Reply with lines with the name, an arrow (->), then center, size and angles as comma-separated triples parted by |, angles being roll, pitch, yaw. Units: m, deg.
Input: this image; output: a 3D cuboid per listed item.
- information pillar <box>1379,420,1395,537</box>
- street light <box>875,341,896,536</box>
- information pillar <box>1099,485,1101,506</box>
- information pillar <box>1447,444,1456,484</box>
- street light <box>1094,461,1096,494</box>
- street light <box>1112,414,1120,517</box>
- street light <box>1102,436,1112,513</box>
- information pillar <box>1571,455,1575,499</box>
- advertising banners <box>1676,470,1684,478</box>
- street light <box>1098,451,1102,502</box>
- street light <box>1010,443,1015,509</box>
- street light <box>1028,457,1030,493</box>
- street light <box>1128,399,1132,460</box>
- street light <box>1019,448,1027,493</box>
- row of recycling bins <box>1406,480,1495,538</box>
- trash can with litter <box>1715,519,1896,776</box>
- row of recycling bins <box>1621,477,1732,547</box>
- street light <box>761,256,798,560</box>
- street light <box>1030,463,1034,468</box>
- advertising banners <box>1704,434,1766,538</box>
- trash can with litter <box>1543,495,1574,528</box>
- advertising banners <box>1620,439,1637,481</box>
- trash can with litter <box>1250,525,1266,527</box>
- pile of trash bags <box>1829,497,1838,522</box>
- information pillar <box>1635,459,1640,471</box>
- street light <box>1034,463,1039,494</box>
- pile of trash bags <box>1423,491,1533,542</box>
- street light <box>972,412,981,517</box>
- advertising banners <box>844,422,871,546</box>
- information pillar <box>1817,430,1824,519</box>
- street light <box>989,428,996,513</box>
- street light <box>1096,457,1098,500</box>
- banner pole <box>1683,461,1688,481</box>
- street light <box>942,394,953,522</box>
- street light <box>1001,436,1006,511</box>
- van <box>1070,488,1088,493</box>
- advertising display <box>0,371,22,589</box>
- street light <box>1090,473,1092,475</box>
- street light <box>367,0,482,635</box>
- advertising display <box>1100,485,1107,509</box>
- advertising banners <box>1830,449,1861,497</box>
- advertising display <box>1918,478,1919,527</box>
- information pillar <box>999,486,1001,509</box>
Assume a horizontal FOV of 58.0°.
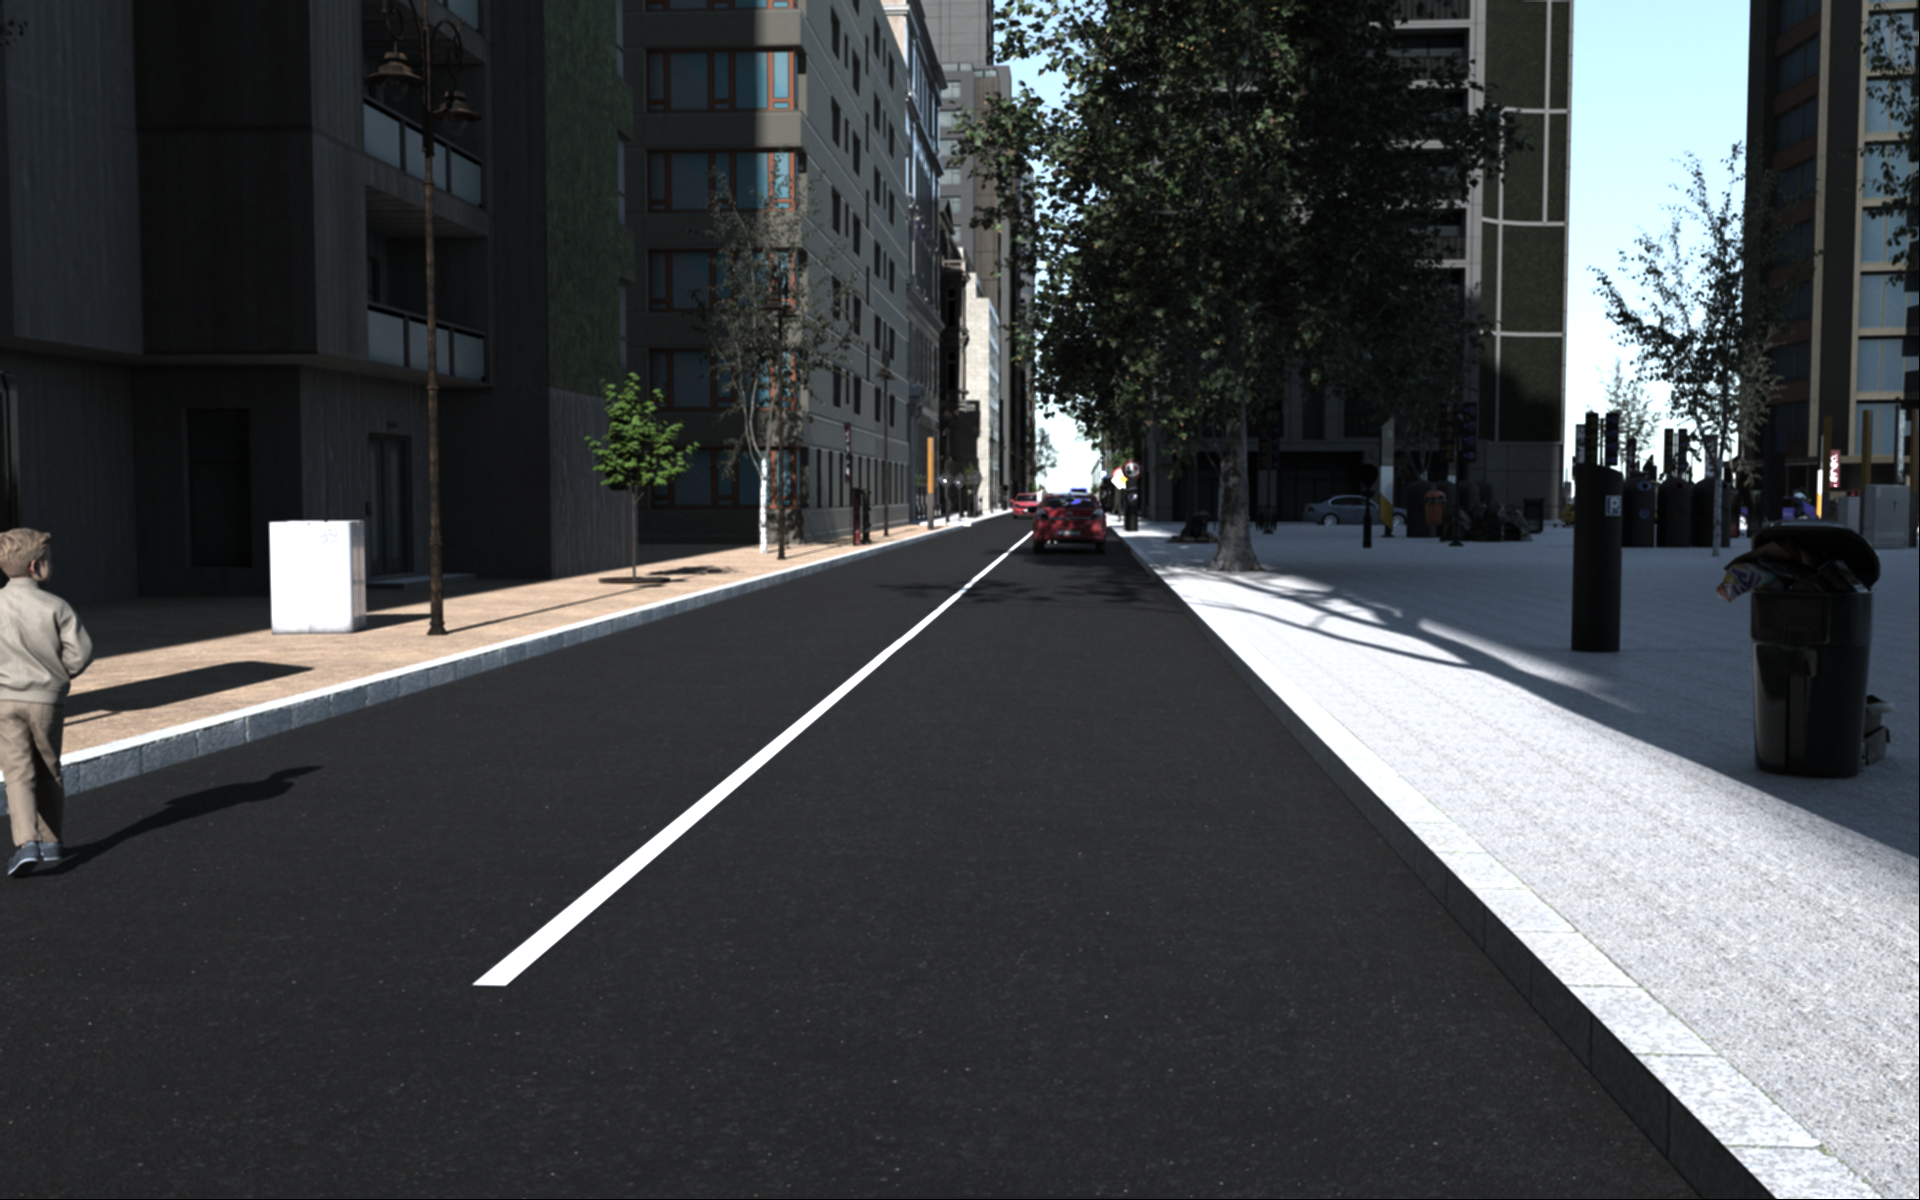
information pillar -> 12.633, -3.664, 51.269 | 0.504, 3.616, 0.183 | -2, 4, -27
street light -> -2.249, -4.880, 52.568 | 0.468, 5.910, 1.993 | 0, 4, 4
information pillar -> 11.770, -8.566, 144.551 | 0.304, 2.012, 0.304 | -1, 4, -12
information pillar -> 21.938, -5.241, 77.042 | 0.504, 3.616, 0.183 | 0, 4, -2
street light -> 15.421, -13.423, 192.247 | 0.468, 5.910, 1.993 | 0, 4, 4
street light -> 8.982, -7.638, 97.669 | 0.468, 5.910, 1.993 | 0, 4, 4
street light -> 11.529, -9.901, 134.663 | 0.468, 5.910, 1.993 | 0, 4, 4
information pillar -> 36.972, -6.891, 104.014 | 0.504, 3.616, 0.183 | 2, 4, 32
advertising banners -> 51.730, -7.965, 126.414 | 2.074, 3.025, 0.090 | 3, 4, 38
street light -> 12.866, -11.148, 155.065 | 0.468, 5.910, 1.993 | 0, 4, 4
street light -> 4.729, -11.169, 155.394 | 0.468, 5.910, 1.993 | 0, 4, 4
street light -> 7.250, -13.408, 192.005 | 0.468, 5.910, 1.993 | 0, 4, 4
street light -> 7.748, -6.525, 79.479 | 0.468, 5.910, 1.993 | 0, 4, 4
street light -> 6.162, -12.295, 173.804 | 0.468, 5.910, 1.993 | 0, 4, 4
row of recycling bins -> 14.801, -2.743, 51.969 | 3.534, 1.692, 1.069 | -2, 4, -35
trash can with litter -> 4.034, 0.195, 8.193 | 0.624, 1.170, 1.055 | 3, 5, 39
row of recycling bins -> 16.850, -2.132, 41.979 | 3.534, 1.692, 1.069 | 0, 4, -3
street light -> -3.502, -3.732, 33.804 | 0.468, 5.910, 1.993 | 0, 4, 4
street light -> 8.497, -14.576, 211.099 | 0.468, 5.910, 1.993 | 0, 4, 4
advertising banners -> 22.596, -3.330, 50.632 | 2.074, 3.025, 0.090 | -1, 4, -9
trash can with litter -> 23.516, -3.385, 66.395 | 2.233, 1.210, 1.678 | 1, 4, 14
advertising banners -> 21.100, -3.640, 55.694 | 0.090, 3.025, 2.074 | -1, 4, -13
trash can with litter -> 11.094, -3.482, 67.990 | 2.233, 1.210, 1.678 | 0, 4, -8
pile of trash bags -> 33.076, -3.260, 63.048 | 1.912, 1.369, 3.447 | -1, 4, -23
information pillar -> 45.339, -7.635, 116.187 | 0.504, 3.616, 0.183 | 2, 4, 28
street light -> 9.816, -15.688, 229.283 | 0.468, 5.910, 1.993 | 0, 4, 4
pile of trash bags -> 13.847, -2.279, 47.021 | 3.447, 1.369, 1.912 | -2, 4, -35
street light -> 0.928, -7.641, 97.726 | 0.468, 5.910, 1.993 | 0, 4, 4
advertising banners -> -2.559, -2.864, 43.014 | 0.090, 3.025, 2.074 | 1, 4, 15
information pillar -> 29.658, -4.171, 59.551 | 0.504, 3.616, 0.183 | -3, 4, -36
street light -> 2.141, -8.763, 116.067 | 0.468, 5.910, 1.993 | 0, 4, 4
street light -> 14.163, -12.274, 173.474 | 0.468, 5.910, 1.993 | 0, 4, 4
banner pole -> 47.898, -7.608, 114.403 | 0.401, 3.779, 0.863 | 3, 5, 41
street light -> -0.548, -6.497, 79.019 | 0.468, 5.910, 1.993 | 0, 4, 4
street light -> 3.347, -9.876, 134.259 | 0.468, 5.910, 1.993 | 0, 4, 4
van -> 11.810, -10.300, 172.793 | 2.240, 2.365, 5.245 | 0, 4, 3
advertising display -> -5.329, -0.252, 9.330 | 0.974, 1.923, 0.123 | 3, 4, 38
street light -> 18.591, -16.292, 239.157 | 0.468, 5.910, 1.993 | 0, 4, 4
street light -> -4.767, -2.619, 15.615 | 0.468, 5.910, 1.993 | 0, 4, 4
advertising display -> 10.447, -7.400, 126.203 | 0.123, 1.923, 0.974 | 2, 4, 28
advertising banners -> 34.933, -4.373, 67.693 | 2.074, 3.025, 0.090 | 1, 4, 10
advertising display -> 37.886, -3.864, 68.396 | 0.123, 1.923, 0.974 | 2, 4, 32
information pillar -> 3.385, -9.051, 152.482 | 0.304, 2.012, 0.304 | 3, 5, 44
